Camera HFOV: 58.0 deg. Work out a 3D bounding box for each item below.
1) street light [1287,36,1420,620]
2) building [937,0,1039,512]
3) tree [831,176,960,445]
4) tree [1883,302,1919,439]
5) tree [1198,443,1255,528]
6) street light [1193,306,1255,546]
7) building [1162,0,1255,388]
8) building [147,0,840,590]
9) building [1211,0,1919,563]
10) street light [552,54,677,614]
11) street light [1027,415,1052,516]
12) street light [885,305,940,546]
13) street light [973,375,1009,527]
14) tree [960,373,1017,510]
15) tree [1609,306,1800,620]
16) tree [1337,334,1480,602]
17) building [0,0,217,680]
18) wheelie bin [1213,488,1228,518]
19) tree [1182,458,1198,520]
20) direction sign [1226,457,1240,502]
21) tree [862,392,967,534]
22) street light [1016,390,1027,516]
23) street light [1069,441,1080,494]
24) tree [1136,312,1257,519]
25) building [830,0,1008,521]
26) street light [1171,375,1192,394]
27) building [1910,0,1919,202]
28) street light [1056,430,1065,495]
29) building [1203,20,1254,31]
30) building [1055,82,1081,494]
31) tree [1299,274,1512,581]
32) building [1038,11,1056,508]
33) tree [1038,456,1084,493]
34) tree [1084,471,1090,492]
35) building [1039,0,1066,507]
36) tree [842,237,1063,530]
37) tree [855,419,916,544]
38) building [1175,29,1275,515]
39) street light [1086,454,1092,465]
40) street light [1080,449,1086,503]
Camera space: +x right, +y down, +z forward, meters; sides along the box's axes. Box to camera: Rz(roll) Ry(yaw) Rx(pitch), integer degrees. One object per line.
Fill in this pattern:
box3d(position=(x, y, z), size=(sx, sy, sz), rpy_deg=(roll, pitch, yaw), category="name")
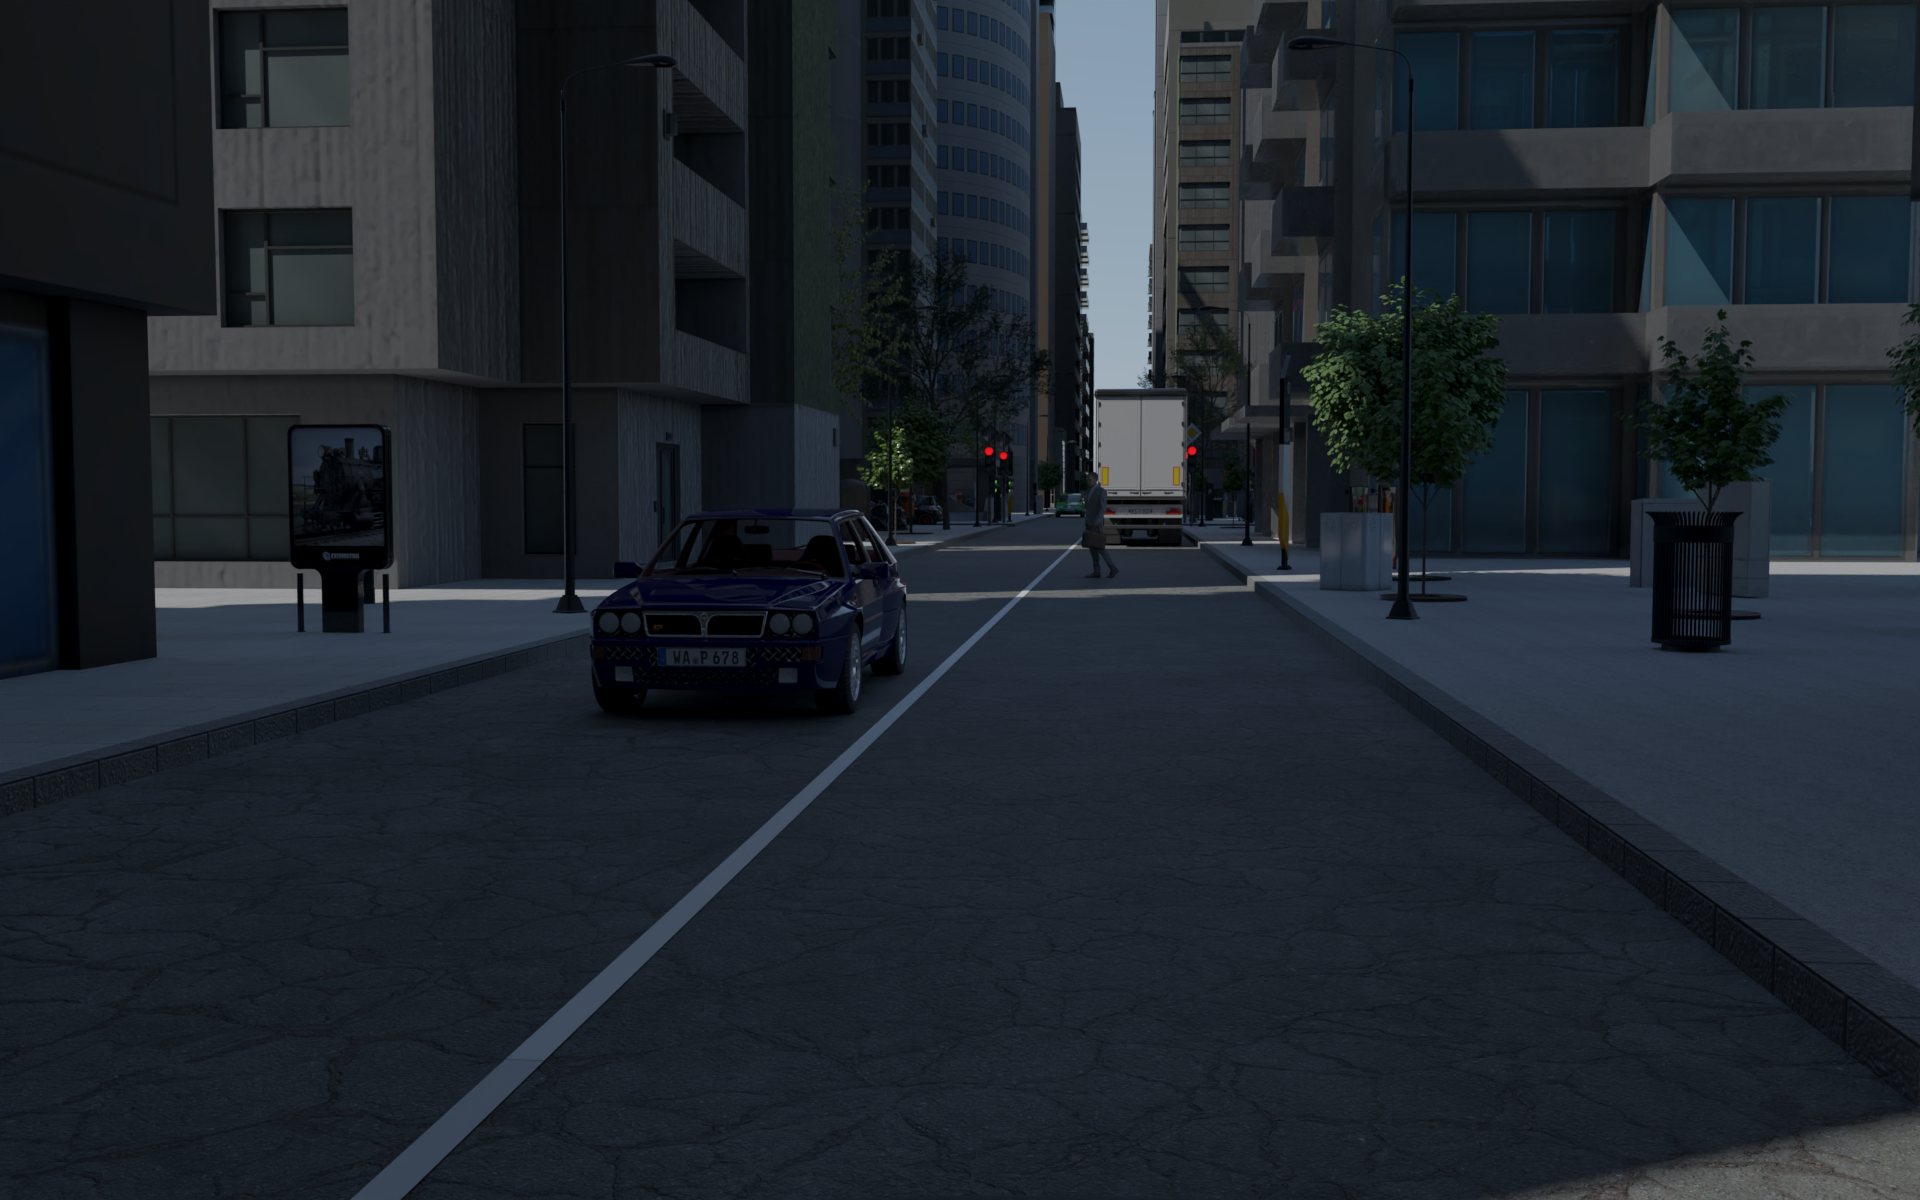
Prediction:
box3d(position=(4.021, -2.762, 17.707), size=(1.470, 5.913, 1.316), rpy_deg=(0, 4, 6), category="street light")
box3d(position=(-5.496, -35.708, 125.827), size=(21.231, 58.520, 28.212), rpy_deg=(0, 4, 6), category="building")
box3d(position=(-3.223, -5.413, 38.869), size=(4.737, 8.622, 4.395), rpy_deg=(0, 3, 0), category="tree")
box3d(position=(13.692, -2.351, 22.159), size=(4.285, 4.588, 4.351), rpy_deg=(0, 3, 0), category="tree")
box3d(position=(10.207, -4.295, 64.828), size=(1.663, 3.219, 1.824), rpy_deg=(0, 3, 0), category="tree")
box3d(position=(6.578, -4.296, 42.788), size=(1.470, 5.913, 1.316), rpy_deg=(0, 4, 6), category="street light")
box3d(position=(29.932, -32.950, 162.441), size=(21.300, 48.544, 21.600), rpy_deg=(0, 4, 6), category="building")
box3d(position=(-10.125, -15.710, 28.553), size=(14.160, 30.474, 14.107), rpy_deg=(0, 4, 6), category="building")
box3d(position=(19.082, -26.014, 44.930), size=(23.786, 49.044, 30.456), rpy_deg=(0, 4, 6), category="building")
box3d(position=(-3.684, -2.812, 18.517), size=(1.470, 5.913, 1.316), rpy_deg=(0, 4, 6), category="street light")
box3d(position=(4.488, -7.885, 101.466), size=(1.470, 5.913, 1.316), rpy_deg=(0, 4, 6), category="street light")
box3d(position=(-1.188, -4.295, 42.758), size=(1.470, 5.913, 1.316), rpy_deg=(0, 4, 6), category="street light")
box3d(position=(1.217, -5.800, 67.377), size=(1.470, 5.913, 1.316), rpy_deg=(0, 4, 6), category="street light")
box3d(position=(1.094, -9.383, 103.768), size=(4.737, 8.622, 4.395), rpy_deg=(0, 3, 0), category="tree")
box3d(position=(7.830, -1.423, 17.876), size=(1.663, 3.219, 1.824), rpy_deg=(0, 3, 0), category="tree")
box3d(position=(5.688, -1.617, 21.046), size=(1.663, 3.219, 1.824), rpy_deg=(0, 3, 0), category="tree")
box3d(position=(-13.481, -21.780, 6.210), size=(14.600, 45.320, 14.200), rpy_deg=(0, 4, 6), category="building")
box3d(position=(13.800, -5.153, 92.157), size=(0.980, 1.594, 0.693), rpy_deg=(2, 4, 32), category="wheelie bin")
box3d(position=(11.704, -5.503, 84.575), size=(1.663, 3.219, 1.824), rpy_deg=(0, 3, 0), category="tree")
box3d(position=(16.527, -6.909, 104.958), size=(0.876, 3.537, 0.379), rpy_deg=(-1, 4, -13), category="direction sign")
box3d(position=(-1.494, -4.396, 55.583), size=(4.285, 4.588, 4.351), rpy_deg=(0, 3, 0), category="tree")
box3d(position=(2.091, -6.385, 76.928), size=(1.470, 5.913, 1.316), rpy_deg=(0, 4, 6), category="street light")
box3d(position=(9.616, -11.044, 153.115), size=(1.470, 5.913, 1.316), rpy_deg=(0, 4, 6), category="street light")
box3d(position=(12.322, -9.508, 89.867), size=(8.767, 10.594, 7.601), rpy_deg=(0, 4, 6), category="tree")
box3d(position=(-14.060, -24.303, 89.242), size=(32.217, 40.220, 23.993), rpy_deg=(0, 4, 6), category="building")
box3d(position=(8.919, -5.811, 67.553), size=(1.470, 5.913, 1.316), rpy_deg=(0, 4, 6), category="street light")
box3d(position=(40.879, -22.735, 55.310), size=(14.086, 41.232, 14.154), rpy_deg=(0, 4, 6), category="building")
box3d(position=(6.915, -9.417, 126.503), size=(1.470, 5.913, 1.316), rpy_deg=(0, 4, 6), category="street light")
box3d(position=(31.176, -27.242, 137.291), size=(32.217, 40.220, 23.993), rpy_deg=(0, 4, 6), category="building")
box3d(position=(3.563, -35.782, 208.735), size=(21.300, 48.544, 21.600), rpy_deg=(0, 4, 6), category="building")
box3d(position=(6.739, -2.591, 26.070), size=(4.285, 4.588, 4.351), rpy_deg=(0, 3, 0), category="tree")
box3d(position=(1.577, -31.185, 159.986), size=(14.600, 45.320, 14.200), rpy_deg=(0, 4, 6), category="building")
box3d(position=(7.336, -9.944, 146.295), size=(4.285, 4.588, 4.351), rpy_deg=(0, 3, 0), category="tree")
box3d(position=(15.487, -14.699, 224.040), size=(4.285, 4.588, 4.351), rpy_deg=(0, 3, 0), category="tree")
box3d(position=(0.290, -53.141, 181.519), size=(22.319, 86.520, 31.000), rpy_deg=(0, 4, 6), category="building")
box3d(position=(-0.407, -7.811, 62.129), size=(8.767, 10.594, 7.601), rpy_deg=(1, 4, 9), category="tree")
box3d(position=(-1.617, -3.067, 44.749), size=(1.663, 3.219, 1.824), rpy_deg=(0, 3, 0), category="tree")
box3d(position=(20.900, -20.780, 111.462), size=(14.160, 30.474, 14.107), rpy_deg=(0, 4, 6), category="building")
box3d(position=(14.374, -14.059, 202.406), size=(1.470, 5.913, 1.316), rpy_deg=(0, 4, 6), category="street light")
box3d(position=(11.917, -12.543, 177.625), size=(1.470, 5.913, 1.316), rpy_deg=(0, 4, 6), category="street light")
